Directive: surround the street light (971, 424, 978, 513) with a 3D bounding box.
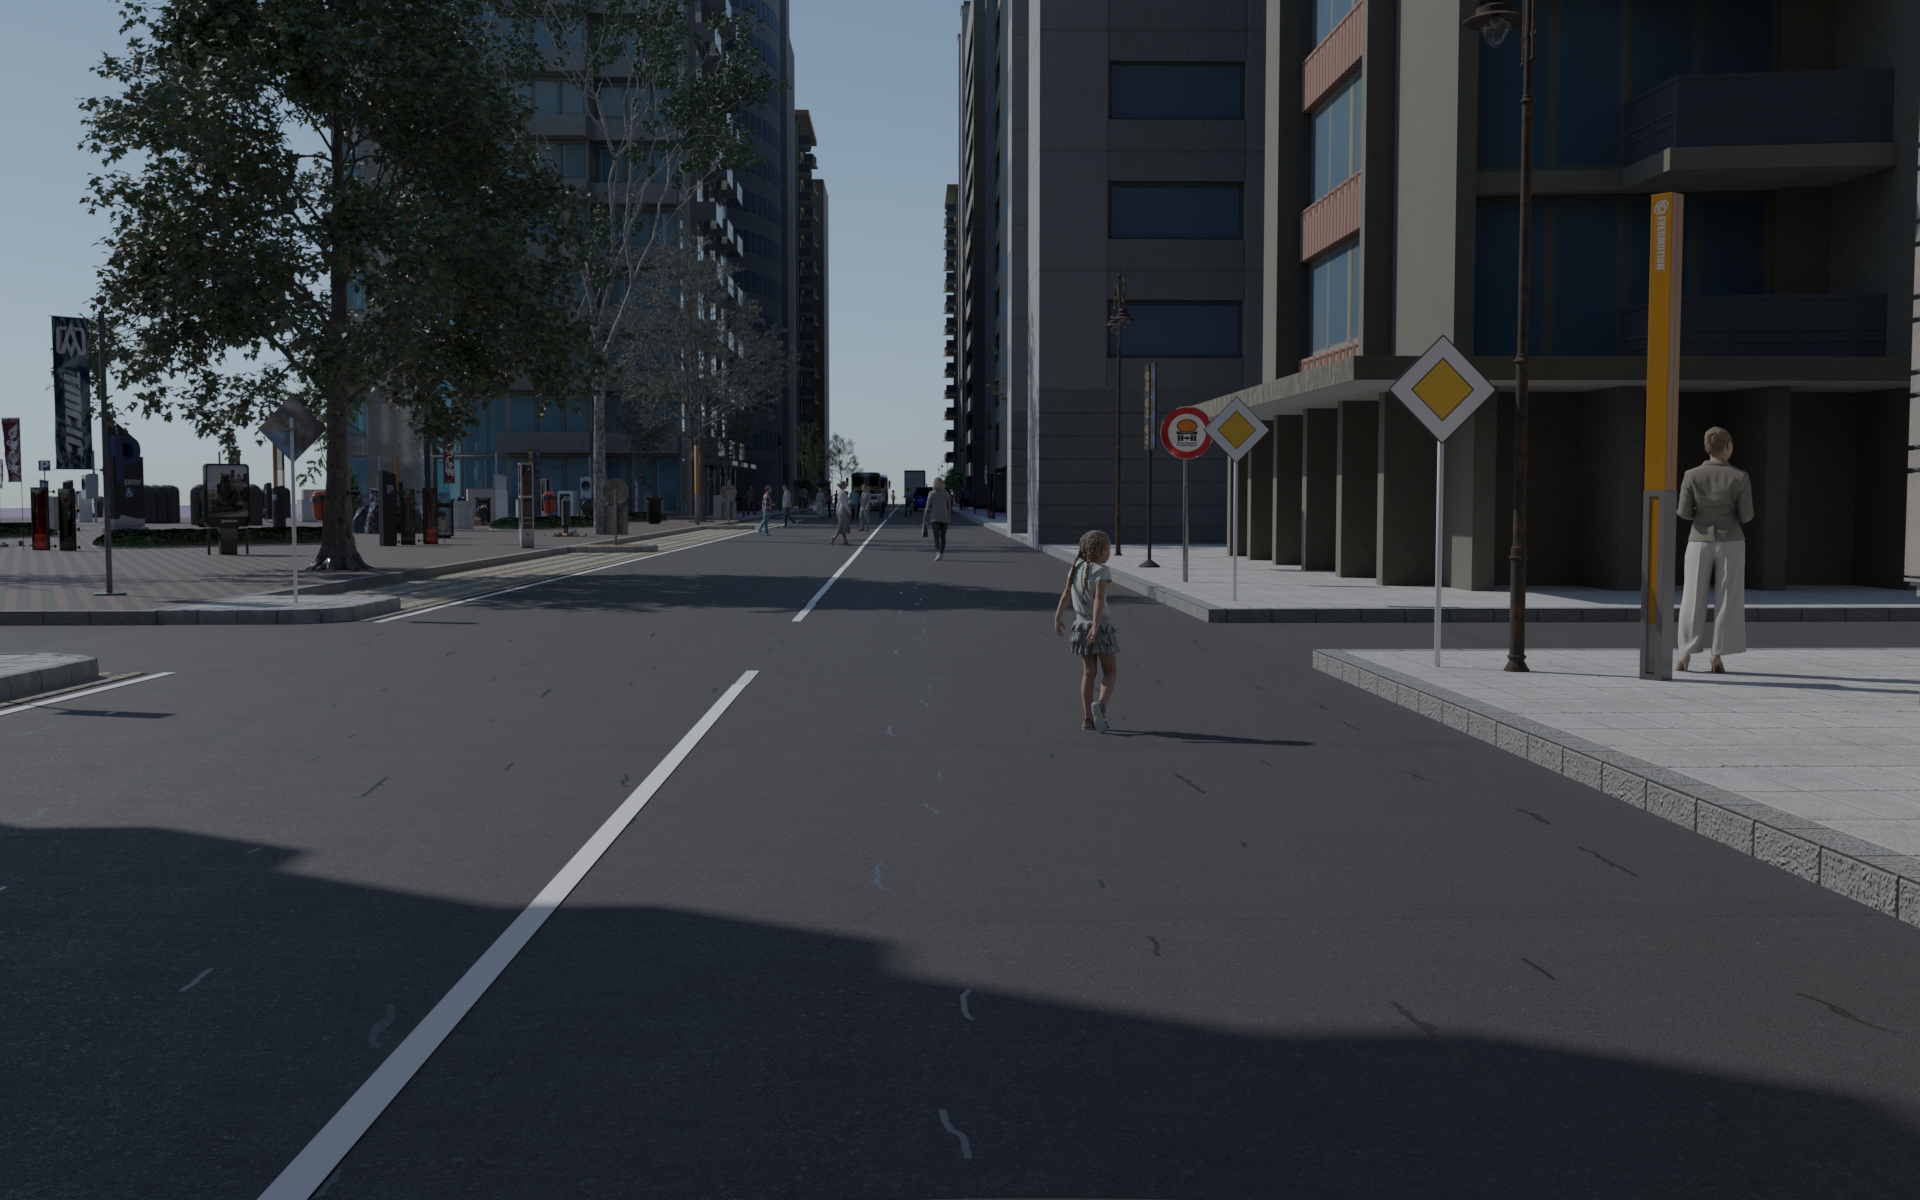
[{"bbox_3d":[0.975,-8.656,114.306,0.468,5.910,1.993,0,4,-2],"label":"street light"}]

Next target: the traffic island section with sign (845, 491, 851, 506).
[{"bbox_3d":[-14.062,-13.511,229.533,1.989,1.847,2.006,0,4,-2],"label":"traffic island section with sign"}]

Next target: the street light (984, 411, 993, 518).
[{"bbox_3d":[1.571,-7.452,94.620,0.468,5.910,1.993,0,4,-2],"label":"street light"}]

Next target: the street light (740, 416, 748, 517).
[{"bbox_3d":[-12.157,-7.601,97.064,0.468,5.910,1.993,0,4,-2],"label":"street light"}]

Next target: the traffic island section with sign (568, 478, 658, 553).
[{"bbox_3d":[-8.554,-2.098,42.924,1.989,1.847,2.006,0,4,-2],"label":"traffic island section with sign"}]

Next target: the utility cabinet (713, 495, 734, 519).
[{"bbox_3d":[-12.049,-4.721,88.343,1.020,1.237,0.306,-1,4,-13],"label":"utility cabinet"}]

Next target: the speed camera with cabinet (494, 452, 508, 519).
[{"bbox_3d":[-21.353,-5.276,80.605,0.660,3.252,2.038,-1,4,-15],"label":"speed camera with cabinet"}]

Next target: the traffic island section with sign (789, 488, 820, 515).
[{"bbox_3d":[-10.826,-6.821,120.156,1.989,1.847,2.006,0,4,-2],"label":"traffic island section with sign"}]

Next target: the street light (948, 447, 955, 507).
[{"bbox_3d":[-0.657,-12.159,171.593,0.468,5.910,1.993,0,4,-2],"label":"street light"}]

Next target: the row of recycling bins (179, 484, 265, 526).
[{"bbox_3d":[-30.212,-3.923,71.259,3.534,1.692,1.069,1,4,21],"label":"row of recycling bins"}]

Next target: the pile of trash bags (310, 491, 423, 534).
[{"bbox_3d":[-19.214,-2.832,56.063,3.447,1.369,1.912,-2,4,-32],"label":"pile of trash bags"}]

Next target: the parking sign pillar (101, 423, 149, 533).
[{"bbox_3d":[-27.808,-4.228,57.597,1.447,3.967,1.447,1,4,19],"label":"parking sign pillar"}]

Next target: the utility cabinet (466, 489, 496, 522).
[{"bbox_3d":[-20.592,-4.025,74.483,1.173,1.500,0.318,-2,4,-26],"label":"utility cabinet"}]

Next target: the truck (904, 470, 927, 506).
[{"bbox_3d":[-5.371,-13.407,208.116,2.839,4.237,11.283,0,4,-1],"label":"truck"}]

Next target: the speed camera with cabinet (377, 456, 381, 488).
[{"bbox_3d":[-29.643,-5.787,88.946,0.660,3.252,2.038,-1,4,-15],"label":"speed camera with cabinet"}]

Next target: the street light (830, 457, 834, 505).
[{"bbox_3d":[-15.410,-14.440,208.873,0.468,5.910,1.993,0,4,-2],"label":"street light"}]

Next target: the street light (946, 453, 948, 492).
[{"bbox_3d":[-1.416,-13.713,196.994,0.468,5.910,1.993,0,4,-2],"label":"street light"}]

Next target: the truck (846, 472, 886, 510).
[{"bbox_3d":[-8.417,-9.731,155.026,3.469,3.379,9.791,0,4,-3],"label":"truck"}]

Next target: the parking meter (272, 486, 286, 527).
[{"bbox_3d":[-20.348,-2.651,51.757,0.372,1.533,0.369,0,3,0],"label":"parking meter"}]

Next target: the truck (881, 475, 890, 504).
[{"bbox_3d":[-11.549,-15.665,245.873,2.967,4.110,18.799,0,4,-3],"label":"truck"}]

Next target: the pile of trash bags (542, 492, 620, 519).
[{"bbox_3d":[-15.726,-3.833,72.425,3.447,1.369,1.912,0,4,-6],"label":"pile of trash bags"}]

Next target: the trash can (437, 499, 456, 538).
[{"bbox_3d":[-14.989,-2.357,50.199,0.748,1.137,0.748,0,3,0],"label":"trash can"}]

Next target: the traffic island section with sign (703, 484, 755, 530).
[{"bbox_3d":[-9.365,-3.774,70.328,1.989,1.847,2.006,0,4,-2],"label":"traffic island section with sign"}]

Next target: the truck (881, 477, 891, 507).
[{"bbox_3d":[-9.427,-12.044,192.838,3.469,3.379,9.791,0,4,-2],"label":"truck"}]

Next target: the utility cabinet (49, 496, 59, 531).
[{"bbox_3d":[-31.563,-3.037,60.821,0.306,1.237,1.020,1,4,10],"label":"utility cabinet"}]

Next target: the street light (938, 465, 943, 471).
[{"bbox_3d":[-3.122,-17.267,255.109,0.468,5.910,1.993,0,4,-2],"label":"street light"}]

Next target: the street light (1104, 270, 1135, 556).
[{"bbox_3d":[3.291,-3.858,35.864,0.468,5.910,1.993,0,4,-2],"label":"street light"}]

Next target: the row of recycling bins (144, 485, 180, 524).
[{"bbox_3d":[-35.523,-4.260,76.772,1.069,1.692,3.534,0,4,-3],"label":"row of recycling bins"}]

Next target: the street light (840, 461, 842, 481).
[{"bbox_3d":[-16.261,-16.181,237.344,0.468,5.910,1.993,0,4,-2],"label":"street light"}]

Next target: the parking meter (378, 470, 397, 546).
[{"bbox_3d":[-14.088,-2.260,42.659,0.255,1.863,0.399,3,4,37],"label":"parking meter"}]

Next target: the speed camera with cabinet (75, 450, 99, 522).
[{"bbox_3d":[-39.749,-5.160,78.705,0.660,3.252,2.038,-3,5,-42],"label":"speed camera with cabinet"}]

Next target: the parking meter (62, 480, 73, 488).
[{"bbox_3d":[-36.614,-4.001,71.124,0.255,1.863,0.399,1,4,9],"label":"parking meter"}]

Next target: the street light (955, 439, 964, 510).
[{"bbox_3d":[0.092,-10.414,143.060,0.468,5.910,1.993,0,4,-2],"label":"street light"}]

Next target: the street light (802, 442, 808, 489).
[{"bbox_3d":[-13.851,-11.106,154.366,0.468,5.910,1.993,0,4,-2],"label":"street light"}]

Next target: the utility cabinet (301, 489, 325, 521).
[{"bbox_3d":[-30.422,-4.467,81.707,1.173,1.500,0.318,-3,5,-39],"label":"utility cabinet"}]

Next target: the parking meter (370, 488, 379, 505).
[{"bbox_3d":[-23.437,-3.729,69.387,0.372,1.533,0.369,0,3,0],"label":"parking meter"}]

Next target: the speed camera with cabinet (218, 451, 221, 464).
[{"bbox_3d":[-34.306,-5.226,79.788,0.660,3.252,2.038,1,4,9],"label":"speed camera with cabinet"}]

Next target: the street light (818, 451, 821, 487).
[{"bbox_3d":[-14.623,-12.684,180.172,0.468,5.910,1.993,0,4,-2],"label":"street light"}]

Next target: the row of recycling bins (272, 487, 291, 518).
[{"bbox_3d":[-37.779,-5.278,93.408,1.069,1.692,3.534,3,4,39],"label":"row of recycling bins"}]

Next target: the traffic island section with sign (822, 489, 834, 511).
[{"bbox_3d":[-11.626,-8.474,147.176,1.989,1.847,2.006,0,4,-2],"label":"traffic island section with sign"}]

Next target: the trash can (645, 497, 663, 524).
[{"bbox_3d":[-13.067,-3.812,73.975,0.748,1.137,0.748,0,3,0],"label":"trash can"}]

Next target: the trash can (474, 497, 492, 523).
[{"bbox_3d":[-20.124,-3.758,73.092,0.748,1.137,0.748,0,3,0],"label":"trash can"}]

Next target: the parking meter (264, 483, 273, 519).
[{"bbox_3d":[-35.197,-5.040,88.115,0.399,1.863,0.255,3,5,41],"label":"parking meter"}]

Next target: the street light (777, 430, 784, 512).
[{"bbox_3d":[-13.058,-9.342,125.534,0.468,5.910,1.993,0,4,-2],"label":"street light"}]

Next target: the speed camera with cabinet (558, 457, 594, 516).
[{"bbox_3d":[-20.352,-5.973,91.987,2.038,3.252,0.660,1,4,18],"label":"speed camera with cabinet"}]

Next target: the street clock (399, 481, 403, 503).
[{"bbox_3d":[-30.520,-5.493,94.384,0.358,2.002,0.471,0,4,-3],"label":"street clock"}]
